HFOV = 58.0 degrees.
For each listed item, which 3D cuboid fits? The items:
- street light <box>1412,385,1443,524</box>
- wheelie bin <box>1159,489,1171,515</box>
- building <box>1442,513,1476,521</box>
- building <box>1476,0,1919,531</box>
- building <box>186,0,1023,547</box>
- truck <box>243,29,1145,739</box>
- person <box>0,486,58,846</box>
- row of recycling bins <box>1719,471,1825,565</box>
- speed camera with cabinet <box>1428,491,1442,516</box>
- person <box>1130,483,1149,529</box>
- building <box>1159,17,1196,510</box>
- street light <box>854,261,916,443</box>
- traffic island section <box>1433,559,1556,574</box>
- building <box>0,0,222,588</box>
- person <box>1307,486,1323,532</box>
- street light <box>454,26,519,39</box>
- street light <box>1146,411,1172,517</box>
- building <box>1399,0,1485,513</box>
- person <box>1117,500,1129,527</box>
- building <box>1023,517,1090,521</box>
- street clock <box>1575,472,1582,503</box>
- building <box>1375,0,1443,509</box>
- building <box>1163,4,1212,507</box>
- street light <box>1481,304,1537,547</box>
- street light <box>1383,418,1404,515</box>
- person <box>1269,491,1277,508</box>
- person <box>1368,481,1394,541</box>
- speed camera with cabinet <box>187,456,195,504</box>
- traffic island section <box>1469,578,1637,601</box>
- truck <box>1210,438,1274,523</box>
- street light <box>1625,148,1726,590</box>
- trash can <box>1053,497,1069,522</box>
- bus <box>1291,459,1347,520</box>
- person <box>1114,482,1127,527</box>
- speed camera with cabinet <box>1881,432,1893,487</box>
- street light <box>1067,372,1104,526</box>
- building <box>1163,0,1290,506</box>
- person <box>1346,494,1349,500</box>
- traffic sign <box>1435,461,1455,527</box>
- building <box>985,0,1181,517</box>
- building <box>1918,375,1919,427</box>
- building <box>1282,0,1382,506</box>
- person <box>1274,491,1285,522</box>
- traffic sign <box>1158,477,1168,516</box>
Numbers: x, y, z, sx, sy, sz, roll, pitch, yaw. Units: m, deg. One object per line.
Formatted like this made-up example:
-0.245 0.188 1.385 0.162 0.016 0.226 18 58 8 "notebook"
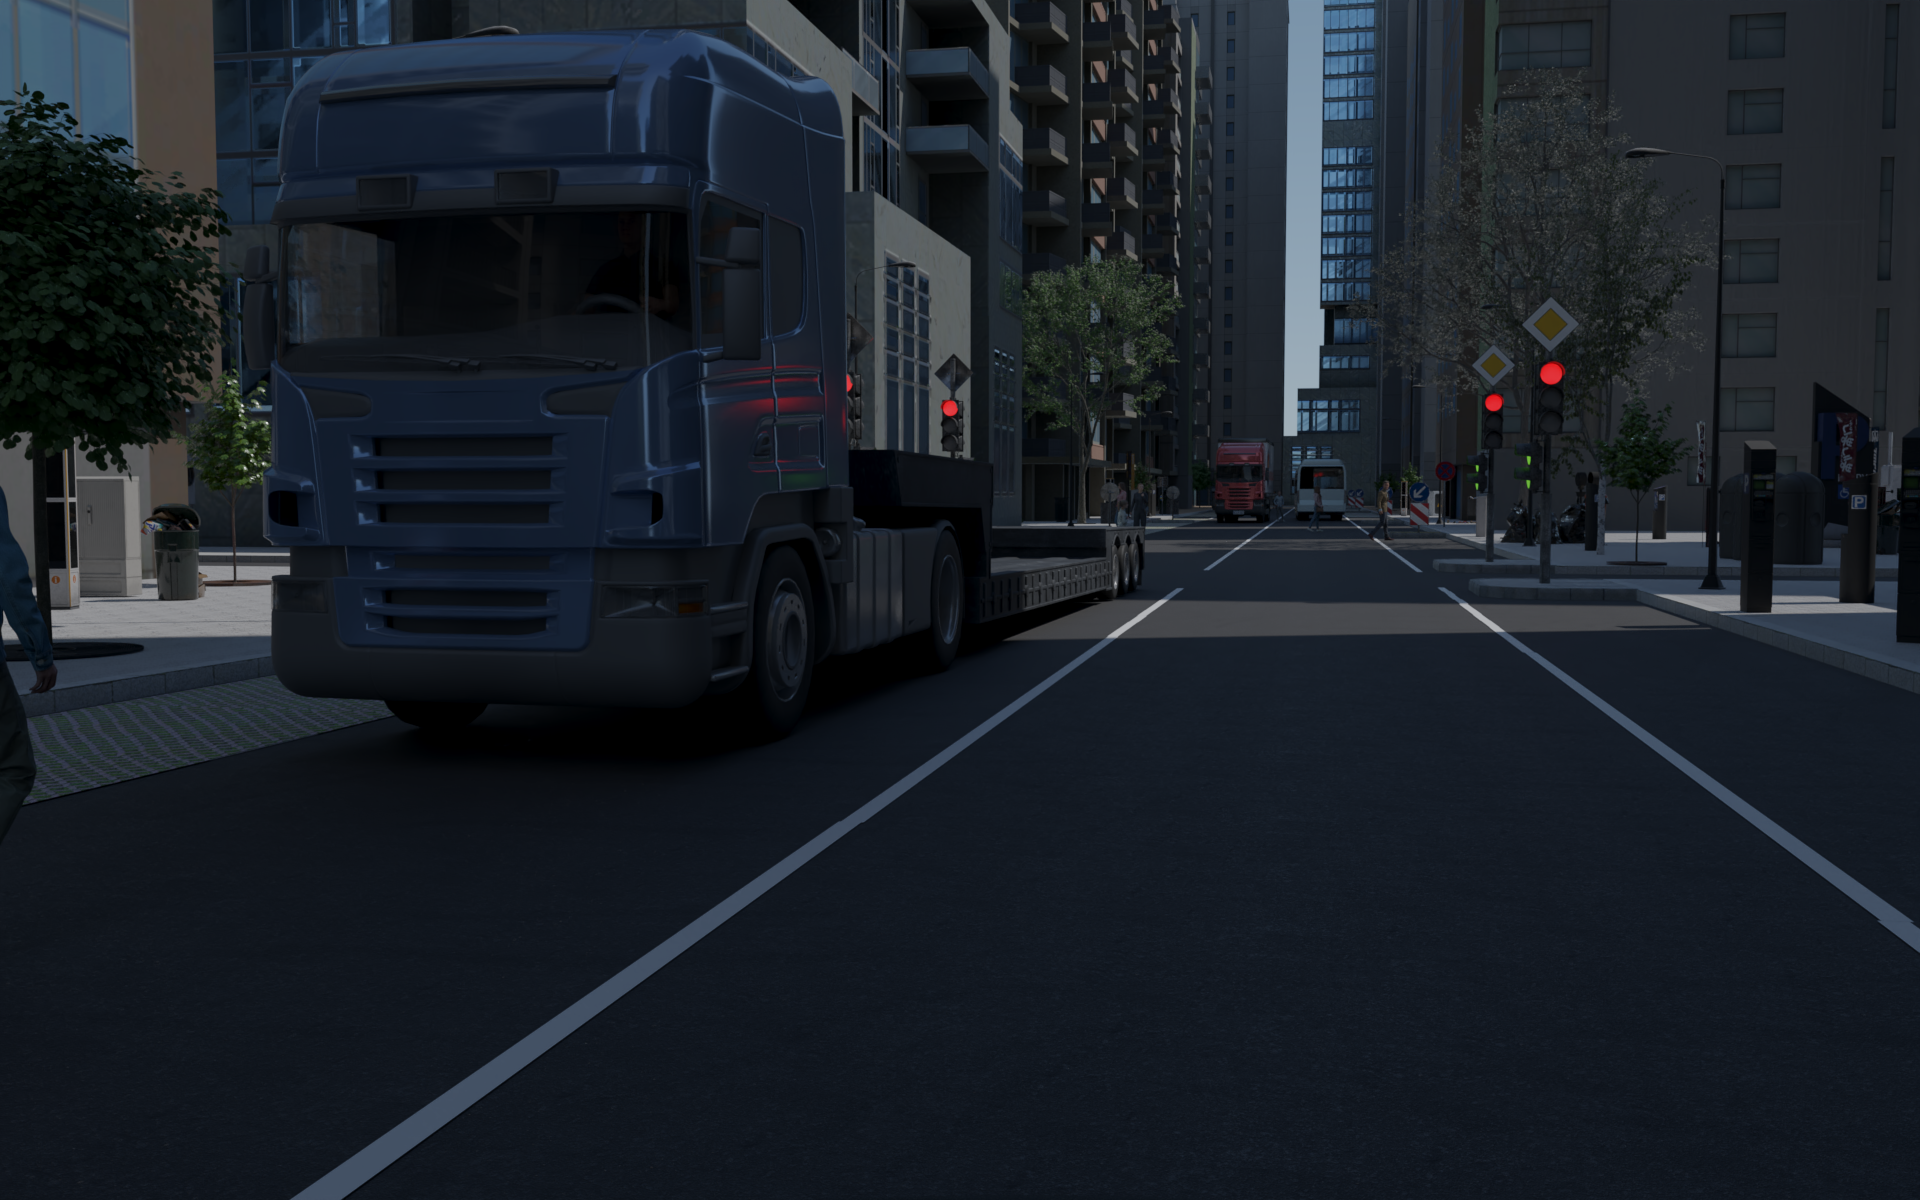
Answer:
19.968 -6.202 73.942 1.470 5.913 1.316 1 4 12 "street light"
12.870 -6.166 108.715 0.693 1.594 0.980 1 4 22 "wheelie bin"
31.806 -26.714 86.879 14.600 45.320 14.200 1 4 12 "building"
26.996 -23.354 65.426 14.154 41.232 14.086 1 4 12 "building"
-9.654 -45.217 51.966 22.319 86.520 31.000 1 4 12 "building"
-0.547 -1.675 17.144 2.967 4.110 18.799 1 4 13 "truck"
-3.099 0.219 5.258 0.601 1.785 0.444 1 4 13 "person"
15.394 -1.583 32.992 1.069 1.692 3.534 0 4 5 "row of recycling bins"
28.414 -6.542 101.303 2.038 3.252 0.660 -1 4 -17 "speed camera with cabinet"
5.701 -2.818 54.988 0.576 1.772 0.534 0 4 -3 "person"
12.167 -28.264 145.713 14.154 41.232 14.086 1 4 12 "building"
-1.564 -3.809 34.824 1.470 5.913 1.316 1 4 12 "street light"
10.021 -0.638 32.706 2.009 0.180 2.903 1 4 12 "traffic island section"
-19.883 -22.658 20.571 14.200 45.320 14.600 1 4 12 "building"
13.575 -3.489 66.130 0.643 1.750 0.593 0 4 3 "person"
-5.059 -2.748 17.465 1.470 5.913 1.316 1 4 12 "street light"
11.214 -7.647 97.569 1.470 5.913 1.316 1 4 12 "street light"
43.971 -30.102 142.280 14.600 45.320 14.200 1 4 12 "building"
3.808 -1.681 40.268 0.394 1.301 0.425 -2 4 -24 "person"
-2.058 -26.913 94.656 22.147 44.769 28.867 1 4 12 "building"
20.642 -3.244 57.603 0.358 2.002 0.471 0 4 -2 "street clock"
50.144 -37.952 162.508 21.231 58.520 28.212 1 4 12 "building"
9.432 -33.860 173.213 30.456 49.044 23.786 1 4 12 "building"
13.438 -4.273 42.406 1.470 5.913 1.316 1 4 12 "street light"
26.457 -8.142 105.667 1.470 5.913 1.316 1 4 12 "street light"
31.345 -10.004 172.854 0.721 1.735 1.217 -3 4 -36 "person"
12.992 -2.746 53.303 0.836 1.842 0.656 0 4 -2 "person"
-17.723 -2.704 38.551 0.660 3.252 2.038 0 4 -1 "speed camera with cabinet"
8.422 -0.159 24.882 2.009 0.180 2.903 1 4 12 "traffic island section"
14.687 -6.141 89.323 2.839 4.237 11.283 1 4 12 "truck"
9.626 -3.106 23.324 1.470 5.913 1.316 1 4 12 "street light"
4.632 -4.134 79.251 0.748 1.137 0.748 0 3 0 "trash can"
20.332 -6.321 98.212 2.948 3.499 13.247 1 4 10 "bus"
5.292 -2.976 57.165 0.388 1.821 0.555 -2 4 -24 "person"
29.941 -3.694 54.728 0.660 3.252 2.038 0 4 -3 "speed camera with cabinet"
4.780 -5.724 66.121 1.470 5.913 1.316 1 4 12 "street light"
23.872 -40.415 202.778 28.212 58.520 21.231 1 4 12 "building"
33.409 -8.707 150.861 1.348 1.823 0.705 -2 4 -34 "person"
18.807 -4.104 67.204 0.768 2.556 0.104 1 4 13 "traffic sign"
4.185 -28.791 125.352 22.147 44.769 28.867 1 4 12 "building"
97.057 -30.714 156.796 28.867 44.769 22.147 1 4 12 "building"
53.045 -54.076 196.819 31.000 86.520 22.319 1 4 12 "building"
16.534 -4.855 89.693 0.589 1.601 0.330 0 4 2 "person"
12.073 -6.187 103.286 0.606 2.300 0.079 1 4 16 "traffic sign"
